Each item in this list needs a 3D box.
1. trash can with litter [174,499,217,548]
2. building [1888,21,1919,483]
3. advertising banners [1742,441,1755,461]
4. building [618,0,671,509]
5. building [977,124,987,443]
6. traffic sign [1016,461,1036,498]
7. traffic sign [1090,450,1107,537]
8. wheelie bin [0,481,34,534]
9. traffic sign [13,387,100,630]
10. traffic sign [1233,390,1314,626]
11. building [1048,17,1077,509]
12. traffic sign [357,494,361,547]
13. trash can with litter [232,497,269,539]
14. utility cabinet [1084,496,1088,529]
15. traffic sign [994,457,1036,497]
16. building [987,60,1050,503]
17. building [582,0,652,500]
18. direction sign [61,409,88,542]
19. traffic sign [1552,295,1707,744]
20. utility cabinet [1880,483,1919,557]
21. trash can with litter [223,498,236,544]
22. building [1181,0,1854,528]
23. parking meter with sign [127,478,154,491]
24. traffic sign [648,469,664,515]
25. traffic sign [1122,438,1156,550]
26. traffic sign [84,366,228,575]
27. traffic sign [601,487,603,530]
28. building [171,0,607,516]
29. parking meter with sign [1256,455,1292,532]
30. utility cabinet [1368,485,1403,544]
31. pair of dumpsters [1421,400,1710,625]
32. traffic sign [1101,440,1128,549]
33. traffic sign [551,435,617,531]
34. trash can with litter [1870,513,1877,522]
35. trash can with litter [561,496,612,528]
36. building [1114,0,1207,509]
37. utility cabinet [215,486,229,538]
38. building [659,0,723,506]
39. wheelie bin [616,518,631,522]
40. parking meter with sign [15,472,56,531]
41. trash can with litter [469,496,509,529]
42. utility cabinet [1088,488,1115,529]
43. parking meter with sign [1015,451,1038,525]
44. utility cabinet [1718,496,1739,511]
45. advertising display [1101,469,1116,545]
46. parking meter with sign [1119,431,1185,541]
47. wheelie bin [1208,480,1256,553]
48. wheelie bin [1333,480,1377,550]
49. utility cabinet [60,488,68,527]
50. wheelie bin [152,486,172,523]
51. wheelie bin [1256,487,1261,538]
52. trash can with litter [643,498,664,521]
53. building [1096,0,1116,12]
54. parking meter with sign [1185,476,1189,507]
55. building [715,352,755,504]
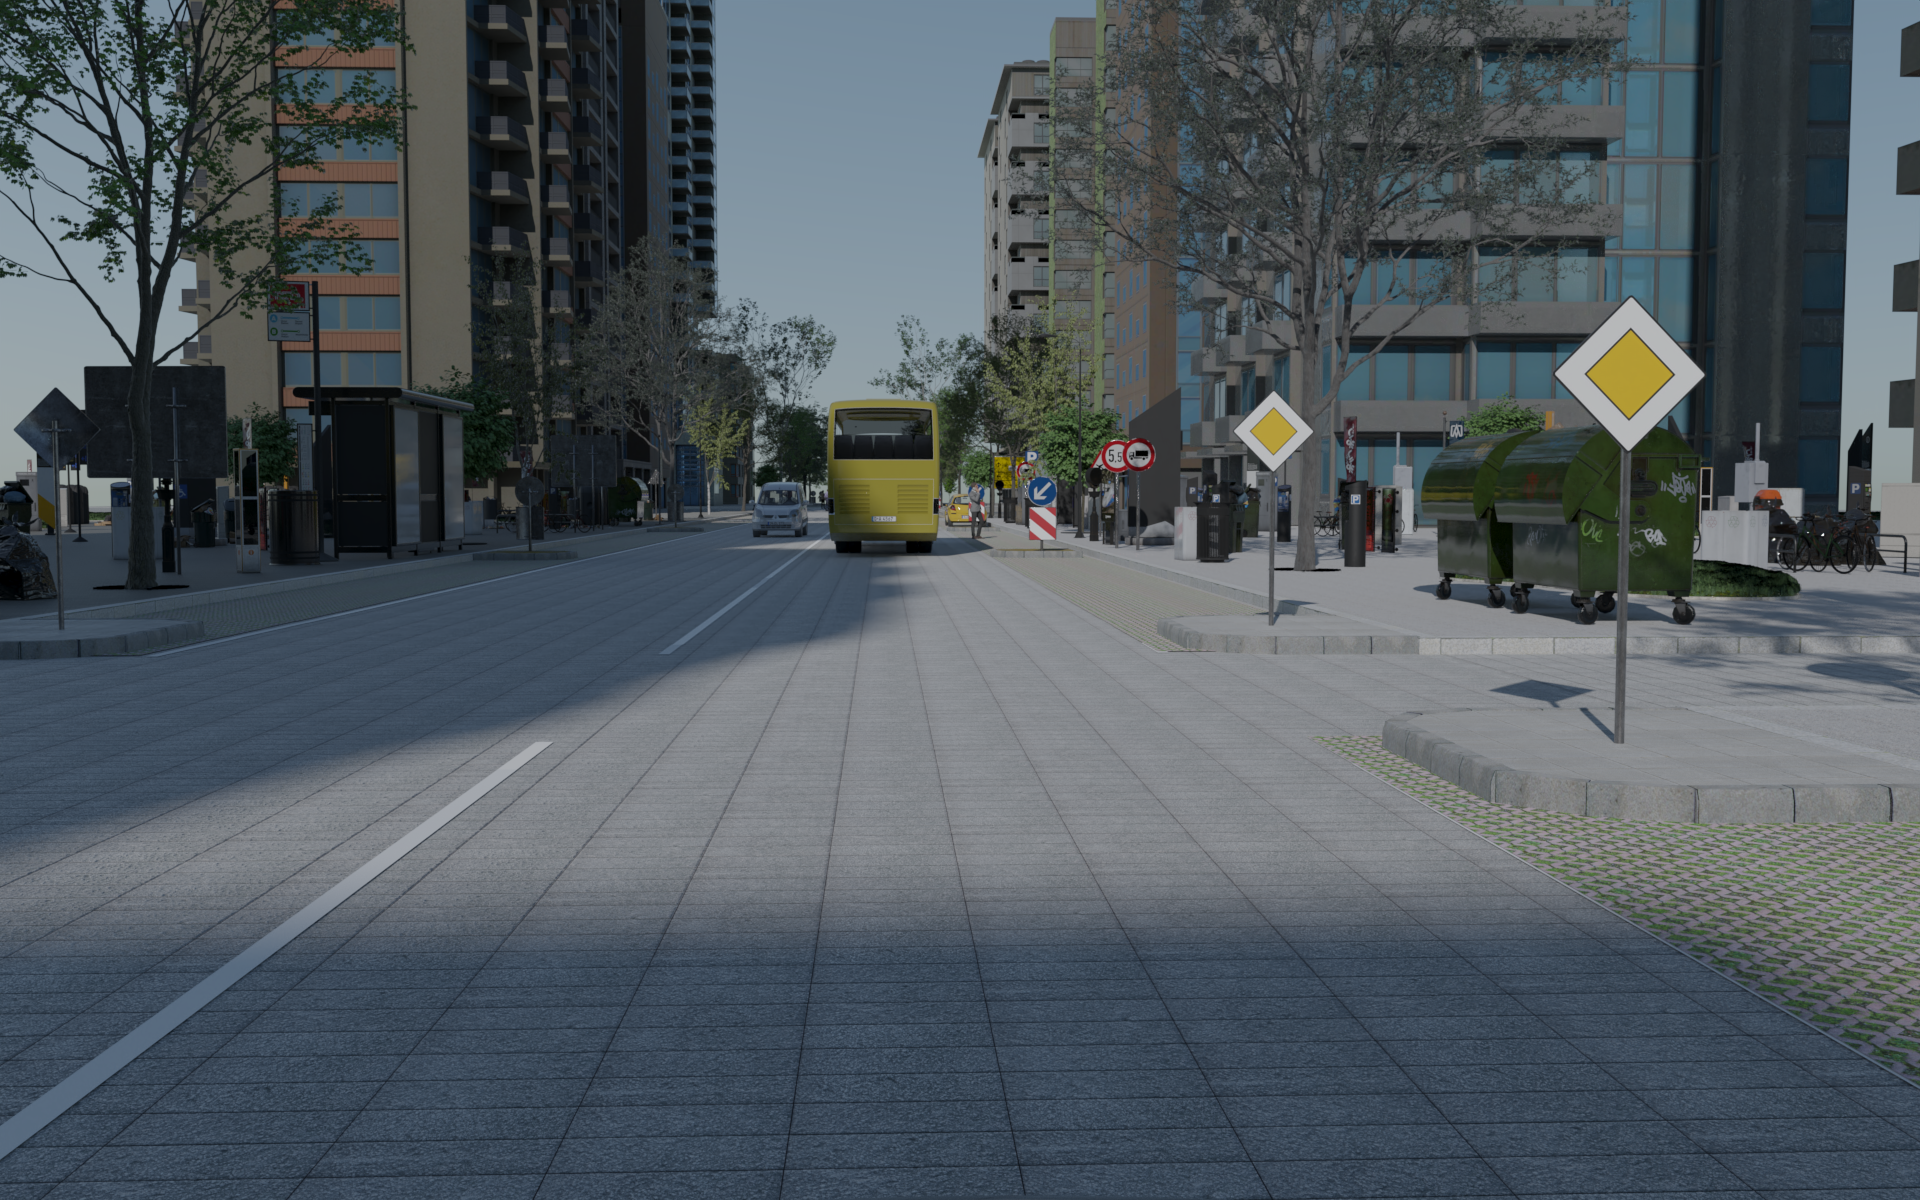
[{"bbox_3d":[-18.364,-1.841,41.481,1.055,1.170,0.624,-1,4,-9],"label":"trash can with litter"},{"bbox_3d":[32.206,-25.089,33.912,21.600,48.544,21.300,0,4,-3],"label":"building"},{"bbox_3d":[26.898,-3.760,57.666,2.074,3.025,0.090,-1,4,-12],"label":"advertising banners"},{"bbox_3d":[-32.472,-30.378,146.792,14.600,45.320,14.200,0,4,-3],"label":"building"},{"bbox_3d":[17.444,-39.680,238.006,28.713,52.752,27.495,0,4,-3],"label":"building"},{"bbox_3d":[2.585,-4.136,67.729,0.768,2.556,0.104,0,4,3],"label":"traffic sign"},{"bbox_3d":[4.181,-3.153,51.556,0.884,2.594,0.081,0,4,0],"label":"traffic sign"},{"bbox_3d":[-22.642,-2.051,41.440,0.980,1.594,0.693,2,4,32],"label":"wheelie bin"},{"bbox_3d":[-8.502,-0.776,16.332,0.795,2.450,0.064,0,4,-3],"label":"traffic sign"},{"bbox_3d":[3.031,-0.807,16.830,0.795,2.450,0.064,0,4,-3],"label":"traffic sign"},{"bbox_3d":[14.692,-28.710,153.005,14.154,41.232,14.086,0,4,-3],"label":"building"},{"bbox_3d":[-14.116,-2.479,40.635,0.768,2.556,0.104,0,4,1],"label":"traffic sign"},{"bbox_3d":[-20.330,-2.328,49.119,2.233,1.210,1.678,-1,4,-16],"label":"trash can with litter"},{"bbox_3d":[4.558,-3.208,63.617,0.306,1.237,1.020,0,4,4],"label":"utility cabinet"},{"bbox_3d":[2.922,-6.029,92.448,2.265,3.308,0.079,0,3,0],"label":"traffic sign"},{"bbox_3d":[18.820,-37.945,209.642,28.713,52.752,27.495,0,4,-3],"label":"building"},{"bbox_3d":[-34.092,-42.216,128.487,20.563,71.187,20.611,0,4,-3],"label":"building"},{"bbox_3d":[-23.677,-3.333,46.498,0.876,3.537,0.379,1,4,16],"label":"direction sign"},{"bbox_3d":[3.391,-0.319,8.853,0.795,2.450,0.064,0,4,-3],"label":"traffic sign"},{"bbox_3d":[19.105,-1.589,34.654,1.173,1.500,0.318,3,5,40],"label":"utility cabinet"},{"bbox_3d":[-18.735,-2.050,44.901,0.624,1.170,1.055,-2,4,-29],"label":"trash can with litter"},{"bbox_3d":[22.752,-27.942,76.461,23.786,49.044,30.456,0,4,-3],"label":"building"},{"bbox_3d":[-36.959,-4.980,77.689,0.543,3.016,1.738,2,4,33],"label":"parking meter with sign"},{"bbox_3d":[-15.757,-5.490,89.771,0.884,2.594,0.081,0,4,5],"label":"traffic sign"},{"bbox_3d":[4.049,-2.400,39.349,0.768,2.556,0.104,0,4,-2],"label":"traffic sign"},{"bbox_3d":[-12.763,-2.058,27.515,2.265,3.308,0.079,0,4,1],"label":"traffic sign"},{"bbox_3d":[-12.814,-3.665,62.045,0.606,2.300,0.079,0,4,5],"label":"traffic sign"},{"bbox_3d":[-33.773,-27.500,104.242,22.147,44.769,28.867,0,4,-3],"label":"building"},{"bbox_3d":[10.495,-3.848,59.177,0.543,3.016,1.738,-3,4,-36],"label":"parking meter with sign"},{"bbox_3d":[10.663,-2.163,44.049,0.318,1.500,1.173,-3,5,-43],"label":"utility cabinet"},{"bbox_3d":[6.477,-1.005,18.923,1.574,2.255,4.437,0,4,-2],"label":"pair of dumpsters"},{"bbox_3d":[3.698,-2.486,40.759,0.768,2.556,0.104,0,4,6],"label":"traffic sign"},{"bbox_3d":[-12.964,-4.025,59.677,2.265,3.308,0.079,0,4,2],"label":"traffic sign"},{"bbox_3d":[40.472,-4.110,78.252,2.233,1.210,1.678,-1,4,-8],"label":"trash can with litter"},{"bbox_3d":[-14.177,-3.291,64.870,2.233,1.210,1.678,1,4,16],"label":"trash can with litter"},{"bbox_3d":[16.804,-27.524,100.128,14.600,45.320,14.200,0,4,-3],"label":"building"},{"bbox_3d":[-20.010,-2.336,46.877,0.318,1.500,1.173,-2,4,-29],"label":"utility cabinet"},{"bbox_3d":[-37.873,-53.994,195.471,22.319,86.520,31.000,0,4,-3],"label":"building"},{"bbox_3d":[-15.409,-4.378,79.485,0.693,1.594,0.980,2,4,31],"label":"wheelie bin"},{"bbox_3d":[-32.045,-3.872,59.574,1.738,3.016,0.543,-1,4,-14],"label":"parking meter with sign"},{"bbox_3d":[-17.708,-3.242,64.071,2.233,1.210,1.678,0,4,7],"label":"trash can with litter"},{"bbox_3d":[5.095,-3.266,62.085,0.318,1.500,1.173,-2,4,-35],"label":"utility cabinet"},{"bbox_3d":[2.692,-4.597,71.416,0.543,3.016,1.738,-1,4,-15],"label":"parking meter with sign"},{"bbox_3d":[24.748,-2.732,55.834,0.306,1.237,1.020,0,4,3],"label":"utility cabinet"},{"bbox_3d":[3.773,-2.351,43.647,0.123,1.923,0.974,-1,4,-15],"label":"advertising display"},{"bbox_3d":[5.198,-3.140,47.603,1.738,3.016,0.543,-1,4,-13],"label":"parking meter with sign"},{"bbox_3d":[5.881,-1.835,37.917,0.693,1.594,0.980,3,4,37],"label":"wheelie bin"},{"bbox_3d":[9.118,-1.961,39.978,0.980,1.594,0.693,0,4,7],"label":"wheelie bin"},{"bbox_3d":[-35.326,-3.583,67.258,1.173,1.500,0.318,-1,4,-21],"label":"utility cabinet"},{"bbox_3d":[-32.120,-3.774,69.609,0.693,1.594,0.980,-3,5,-45],"label":"wheelie bin"},{"bbox_3d":[8.566,-2.650,51.229,0.693,1.594,0.980,0,4,7],"label":"wheelie bin"},{"bbox_3d":[-14.887,-4.425,83.738,1.055,1.170,0.624,-3,4,-37],"label":"trash can with litter"},{"bbox_3d":[15.720,-26.362,114.612,14.154,41.232,14.086,0,4,-3],"label":"building"},{"bbox_3d":[8.638,-4.386,67.974,0.543,3.016,1.738,3,5,43],"label":"parking meter with sign"},{"bbox_3d":[-41.911,-23.387,227.422,27.650,21.520,28.899,0,4,-3],"label":"building"}]
